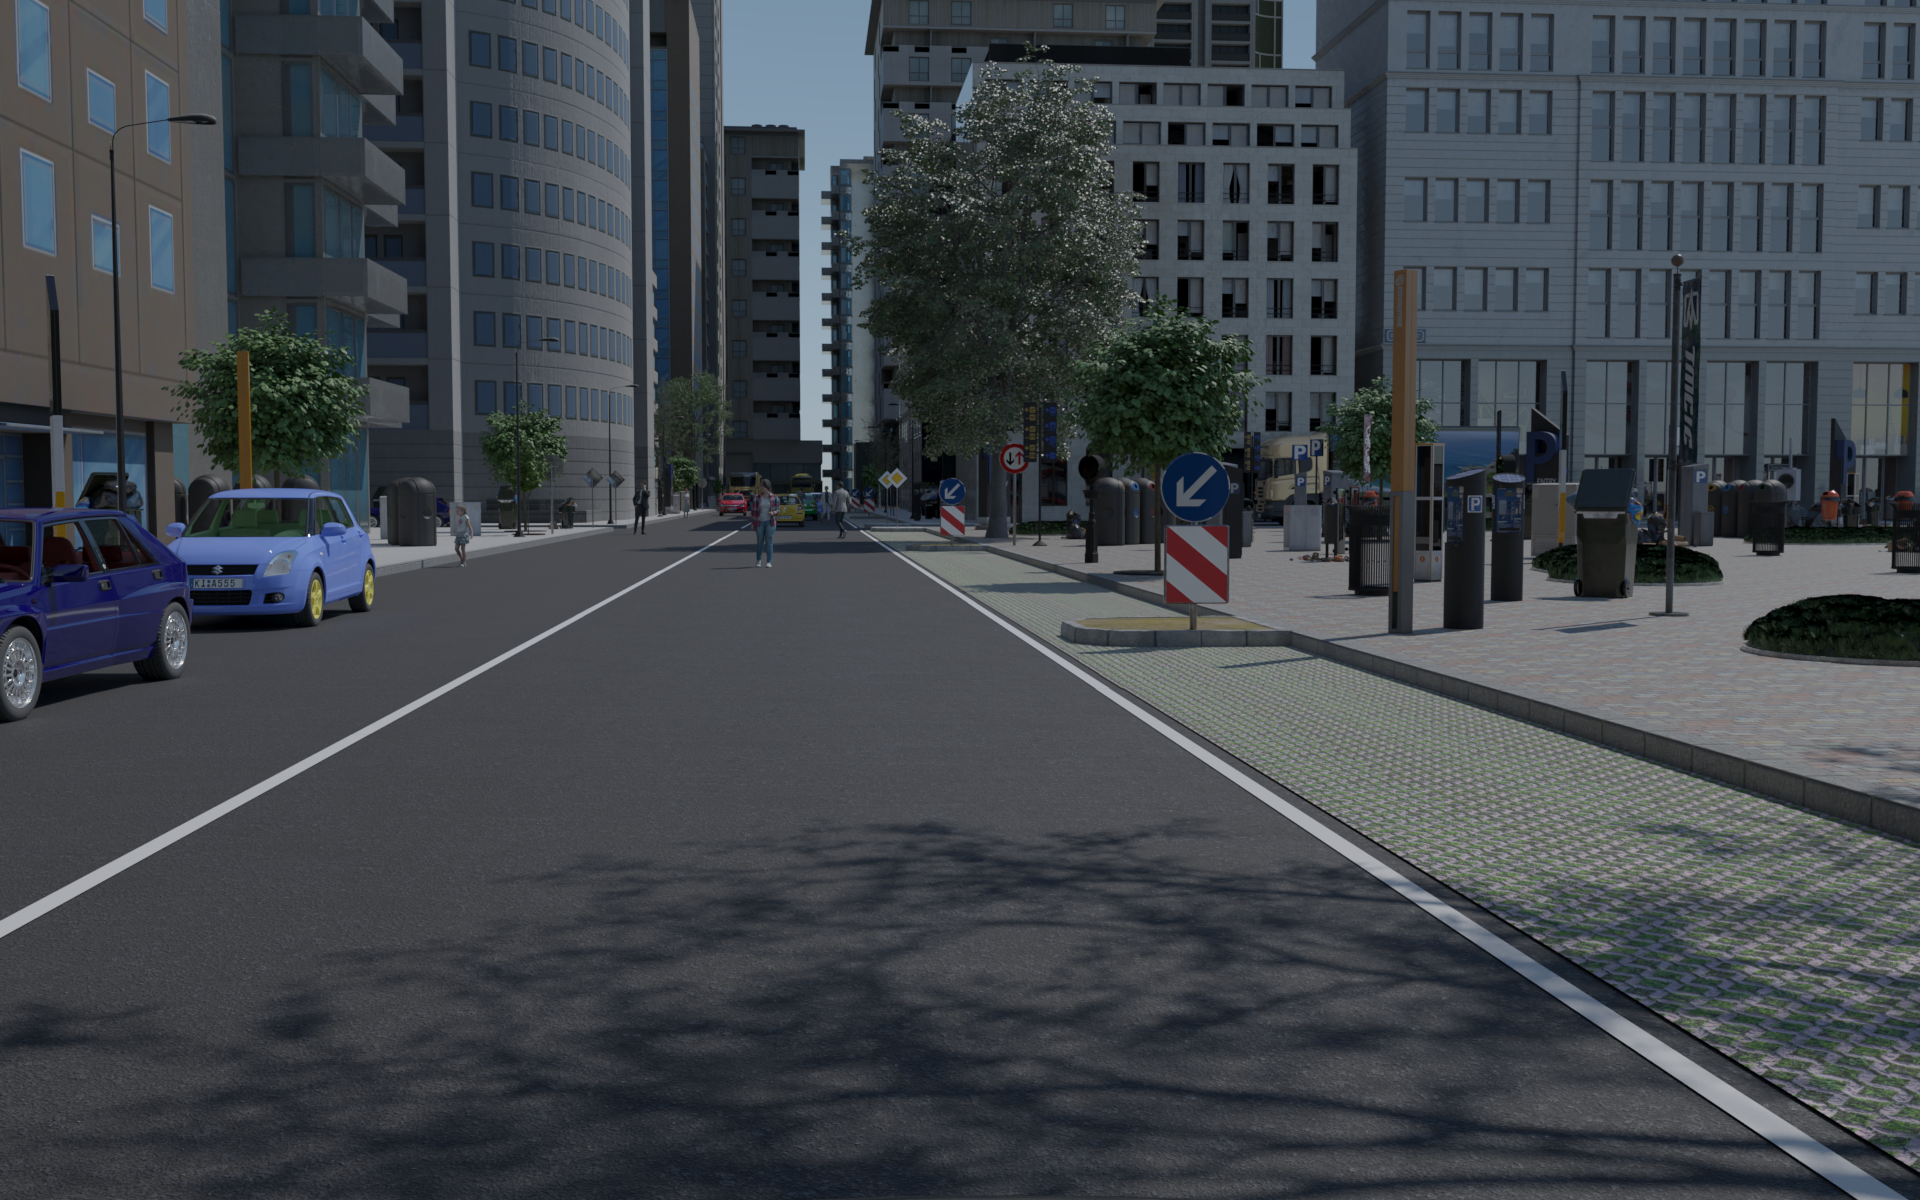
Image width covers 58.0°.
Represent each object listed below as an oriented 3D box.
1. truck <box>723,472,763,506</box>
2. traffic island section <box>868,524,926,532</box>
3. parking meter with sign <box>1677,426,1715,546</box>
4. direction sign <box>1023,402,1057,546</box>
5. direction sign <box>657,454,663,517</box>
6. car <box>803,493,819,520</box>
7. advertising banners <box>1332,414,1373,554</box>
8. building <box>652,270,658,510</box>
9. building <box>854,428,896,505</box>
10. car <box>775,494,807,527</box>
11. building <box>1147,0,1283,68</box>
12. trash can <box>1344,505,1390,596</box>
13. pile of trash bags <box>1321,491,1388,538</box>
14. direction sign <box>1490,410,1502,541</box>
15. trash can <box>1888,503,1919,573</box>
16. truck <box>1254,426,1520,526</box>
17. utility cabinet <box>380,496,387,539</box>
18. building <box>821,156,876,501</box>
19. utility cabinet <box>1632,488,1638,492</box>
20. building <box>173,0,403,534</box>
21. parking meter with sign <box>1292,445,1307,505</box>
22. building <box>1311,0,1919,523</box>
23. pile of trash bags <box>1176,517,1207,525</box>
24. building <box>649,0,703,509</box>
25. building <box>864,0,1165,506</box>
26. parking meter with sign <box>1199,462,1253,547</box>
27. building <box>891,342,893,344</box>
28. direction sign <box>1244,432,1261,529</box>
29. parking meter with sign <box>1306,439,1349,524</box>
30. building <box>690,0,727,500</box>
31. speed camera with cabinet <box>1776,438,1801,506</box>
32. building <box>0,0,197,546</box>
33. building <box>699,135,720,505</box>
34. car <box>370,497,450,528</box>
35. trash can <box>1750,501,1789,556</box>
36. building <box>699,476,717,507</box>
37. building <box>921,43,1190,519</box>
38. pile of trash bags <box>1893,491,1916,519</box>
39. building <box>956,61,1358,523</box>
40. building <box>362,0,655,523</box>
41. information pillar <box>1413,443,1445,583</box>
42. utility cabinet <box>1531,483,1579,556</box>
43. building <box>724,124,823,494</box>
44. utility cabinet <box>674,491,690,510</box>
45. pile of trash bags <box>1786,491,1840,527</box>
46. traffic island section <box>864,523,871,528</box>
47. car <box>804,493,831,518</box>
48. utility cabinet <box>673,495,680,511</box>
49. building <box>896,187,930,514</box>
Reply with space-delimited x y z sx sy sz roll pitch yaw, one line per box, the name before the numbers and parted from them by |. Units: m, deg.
truck | -19.270 -9.765 155.583 3.469 3.379 9.791 0 4 -4
traffic island section | -2.388 -2.701 66.445 2.009 0.180 2.903 0 4 -5
parking meter with sign | 18.376 -2.881 43.357 0.543 3.016 1.738 0 4 0
direction sign | 1.972 -3.102 42.719 0.876 3.537 0.379 -1 4 -20
direction sign | -16.981 -6.481 97.965 0.379 3.537 0.876 0 4 -1
car | -8.736 -5.295 95.372 1.959 1.807 4.718 0 4 -5
advertising banners | 8.513 -2.521 37.412 0.090 3.025 2.074 2 4 35
building | -36.541 -16.954 122.229 27.650 21.520 28.899 0 4 -5
building | -1.303 -54.760 208.003 22.319 86.520 31.000 0 4 -5
car | -7.762 -4.065 76.694 2.015 1.641 3.980 0 4 -6
building | 35.307 -49.492 247.453 20.611 71.187 20.563 0 4 -5
trash can | 5.250 -0.633 22.003 0.748 1.137 0.748 0 3 0
pile of trash bags | 12.131 -2.616 52.518 1.912 1.369 3.447 2 4 25
direction sign | 14.618 -3.368 47.057 0.379 3.537 0.876 1 4 11
trash can | 15.513 -1.011 28.186 0.748 1.137 0.748 0 3 0
truck | 17.393 -5.099 72.289 11.283 4.237 2.839 0 4 -4
utility cabinet | -15.962 -2.333 49.299 1.020 1.237 0.306 -1 4 -13
building | -4.373 -38.284 245.553 30.456 49.044 23.786 0 4 -5
utility cabinet | 24.869 -3.459 65.230 1.173 1.500 0.318 3 5 44
building | -32.553 -26.243 48.679 30.456 49.044 23.786 0 4 -5
parking meter with sign | 11.807 -3.909 60.176 0.543 3.016 1.738 1 4 10
building | 32.943 -18.682 82.937 29.804 29.767 11.434 0 4 -5
pile of trash bags | 5.962 -2.481 50.309 3.447 1.369 1.912 0 4 -3
building | -30.381 -30.810 153.857 14.600 45.320 14.200 0 4 -5
building | 4.964 -36.150 180.283 28.713 52.752 27.495 0 4 -5
parking meter with sign | 6.277 -2.756 41.316 1.738 3.016 0.543 -3 5 -42
building | 1.627 -18.132 138.257 13.314 21.916 24.055 0 4 -5
direction sign | 10.623 -4.344 63.021 0.876 3.537 0.379 -3 5 -40
parking meter with sign | 12.039 -3.622 55.488 1.738 3.016 0.543 -2 4 -31
building | -39.448 -47.255 210.863 20.611 71.187 20.563 0 4 -5
speed camera with cabinet | 28.707 -4.111 61.554 2.038 3.252 0.660 3 5 41
building | -21.717 -23.006 26.267 14.600 45.320 14.200 0 4 -5
building | -34.211 -31.105 192.157 14.154 41.232 14.086 0 4 -5
car | -22.271 -3.490 69.640 3.894 1.354 1.945 0 4 -7
trash can | 16.876 -1.498 36.138 0.748 1.137 0.748 0 3 0
building | -41.011 -29.391 172.426 32.217 40.220 23.993 0 4 -5
building | 4.570 -16.158 93.861 12.332 23.373 15.834 0 4 -5
pile of trash bags | 53.024 -5.419 98.361 1.912 1.369 3.447 1 4 13
building | 8.642 -13.830 80.868 16.860 20.320 10.420 0 4 -5
building | -27.169 -33.230 85.303 21.231 58.520 28.212 0 4 -5
information pillar | 6.836 -1.270 25.252 0.304 2.012 0.304 -3 5 -41
utility cabinet | 11.949 -1.585 34.598 0.318 1.500 1.173 -2 4 -26
building | -33.495 -40.156 245.789 27.495 52.752 28.713 0 4 -5
utility cabinet | -21.493 -7.655 133.832 1.173 1.500 0.318 -2 4 -29
pile of trash bags | 27.735 -2.872 56.705 1.912 1.369 3.447 0 4 -3
traffic island section | -3.099 -3.188 74.399 2.009 0.180 2.903 0 4 -5
car | -8.816 -5.892 105.920 1.945 1.707 3.694 0 4 -5
utility cabinet | -19.549 -6.520 117.767 1.020 1.237 0.306 -3 5 -44
building | 3.092 -16.634 113.761 13.314 21.916 24.055 0 4 -5
